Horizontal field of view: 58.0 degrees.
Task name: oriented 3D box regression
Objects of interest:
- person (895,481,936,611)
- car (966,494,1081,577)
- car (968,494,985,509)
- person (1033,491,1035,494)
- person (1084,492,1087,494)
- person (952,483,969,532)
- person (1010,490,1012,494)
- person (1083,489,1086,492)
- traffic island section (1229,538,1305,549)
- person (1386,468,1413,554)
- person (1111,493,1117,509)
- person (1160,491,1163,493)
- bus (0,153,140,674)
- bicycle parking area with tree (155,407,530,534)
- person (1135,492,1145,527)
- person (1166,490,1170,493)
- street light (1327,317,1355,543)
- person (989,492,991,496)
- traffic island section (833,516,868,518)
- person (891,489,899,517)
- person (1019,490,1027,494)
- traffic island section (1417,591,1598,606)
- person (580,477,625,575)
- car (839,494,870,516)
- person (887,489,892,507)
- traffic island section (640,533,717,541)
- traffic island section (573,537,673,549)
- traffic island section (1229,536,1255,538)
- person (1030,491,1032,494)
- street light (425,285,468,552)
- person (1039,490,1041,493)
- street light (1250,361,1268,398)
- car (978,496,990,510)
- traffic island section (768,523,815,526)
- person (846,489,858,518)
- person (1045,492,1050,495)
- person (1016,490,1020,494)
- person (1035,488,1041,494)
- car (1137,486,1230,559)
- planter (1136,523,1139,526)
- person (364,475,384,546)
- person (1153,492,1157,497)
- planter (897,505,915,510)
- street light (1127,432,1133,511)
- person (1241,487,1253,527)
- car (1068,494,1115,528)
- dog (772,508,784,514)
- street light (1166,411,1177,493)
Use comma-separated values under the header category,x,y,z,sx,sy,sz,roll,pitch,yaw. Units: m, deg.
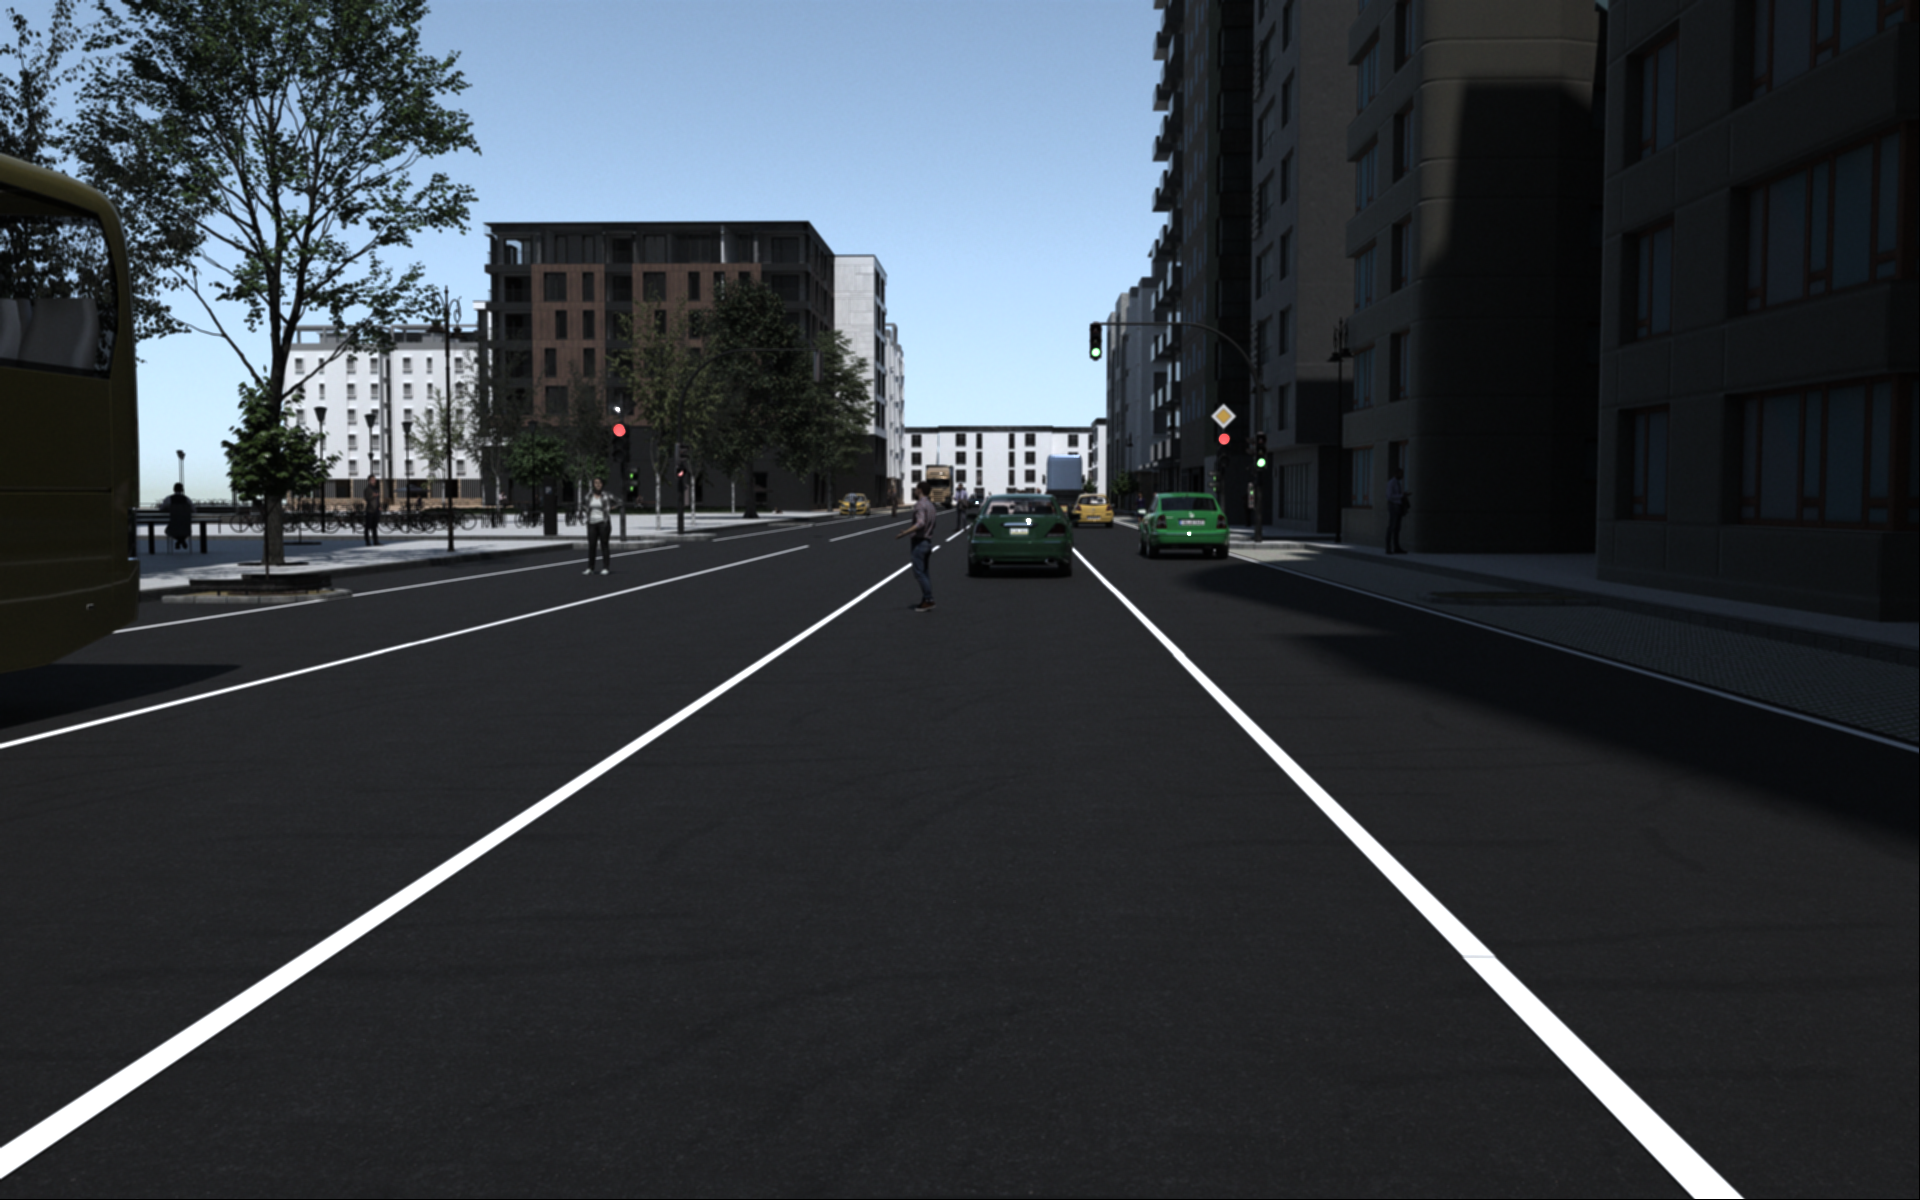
category,x,y,z,sx,sy,sz,roll,pitch,yaw
person,-0.482,-0.663,21.302,0.435,1.587,0.963,1,4,12
car,1.136,-1.208,31.546,2.131,1.459,4.920,0,4,3
car,1.631,-9.630,167.242,2.009,1.686,4.222,0,4,1
person,8.776,-12.052,205.632,0.705,1.814,1.350,-2,4,-26
person,6.731,-4.939,91.454,0.471,1.553,0.569,-3,4,-38
person,-0.034,-3.503,65.643,0.709,1.838,0.599,2,4,32
person,5.611,-10.981,187.978,0.705,1.831,1.348,0,4,5
person,10.213,-8.226,142.630,0.705,1.869,1.348,-1,4,-10
traffic island section,7.923,-1.448,45.952,2.009,0.180,2.903,0,4,2
person,9.392,-1.894,36.877,0.599,1.838,0.709,3,4,36
person,13.250,-8.707,148.412,0.705,1.824,1.348,-1,4,-12
person,11.667,-5.470,98.706,0.776,1.435,0.726,1,4,17
bus,-7.168,-0.887,6.051,2.896,3.916,12.252,0,4,2
bicycle parking area with tree,-20.954,-4.445,59.680,9.016,4.147,8.231,1,4,12
person,7.890,-3.966,75.717,0.453,1.535,0.546,0,4,-5
person,11.246,-5.175,93.128,0.523,1.526,0.387,2,4,24
street light,9.947,-4.441,45.406,0.468,5.910,1.993,0,4,2
person,3.082,-10.425,180.422,0.415,1.643,0.593,-2,4,-33
traffic island section,-6.724,-5.123,106.627,1.991,0.108,1.994,0,4,2
person,-4.056,-6.066,108.224,0.434,1.755,0.990,-1,4,-21
person,1.435,-1.755,39.661,0.387,1.526,0.523,-1,4,-15
traffic island section,7.156,-0.009,23.012,1.991,0.108,1.994,0,4,2
person,-6.401,-1.317,30.751,0.841,1.734,0.376,1,4,17
car,-6.752,-6.188,111.392,2.015,1.641,3.980,0,4,2
person,-6.918,-10.132,172.232,0.750,1.759,0.617,2,4,25
traffic island section,-8.801,-1.971,54.504,2.009,0.180,2.903,0,4,2
traffic island section,-9.068,-1.483,46.524,2.009,0.180,2.903,0,4,2
traffic island section,8.191,-1.936,53.932,2.009,0.180,2.903,0,4,2
person,6.592,-9.285,161.030,1.217,1.743,0.721,1,4,20
street light,-11.380,-4.022,38.550,0.468,5.910,1.993,0,4,2
person,7.202,-9.010,155.842,0.705,1.821,1.348,-1,4,-9
street light,10.335,-5.338,60.062,0.468,5.910,1.993,0,4,2
car,1.904,-4.427,84.744,2.083,1.381,4.827,0,4,2
traffic island section,-7.655,-3.441,79.132,1.991,0.108,1.994,0,4,2
person,-6.478,-5.828,104.506,0.841,1.734,0.376,2,4,35
person,3.483,-3.612,70.032,0.523,1.526,0.387,2,4,30
person,3.785,-6.245,111.419,0.431,1.722,0.655,1,4,16
person,4.264,-5.187,93.864,0.990,1.755,0.434,-1,4,-16
car,5.089,-1.888,39.673,1.959,1.807,4.718,0,4,2
planter,9.025,-3.532,78.882,1.991,0.319,1.994,0,4,2
person,-14.409,-2.215,42.790,0.750,1.759,0.617,2,4,33
person,7.891,-3.567,69.520,0.574,1.496,0.600,-2,4,-27
planter,-5.065,-8.263,156.236,1.991,0.319,1.994,0,4,2
street light,12.604,-9.511,128.299,0.468,5.910,1.993,0,4,2
person,11.227,-3.630,67.663,0.482,1.546,0.388,-3,5,-41
car,5.706,-3.949,74.788,2.015,1.641,3.980,0,4,2
dog,-11.915,-5.863,113.591,0.550,0.427,0.748,-3,5,-43
street light,11.533,-7.441,94.444,0.468,5.910,1.993,0,4,2
